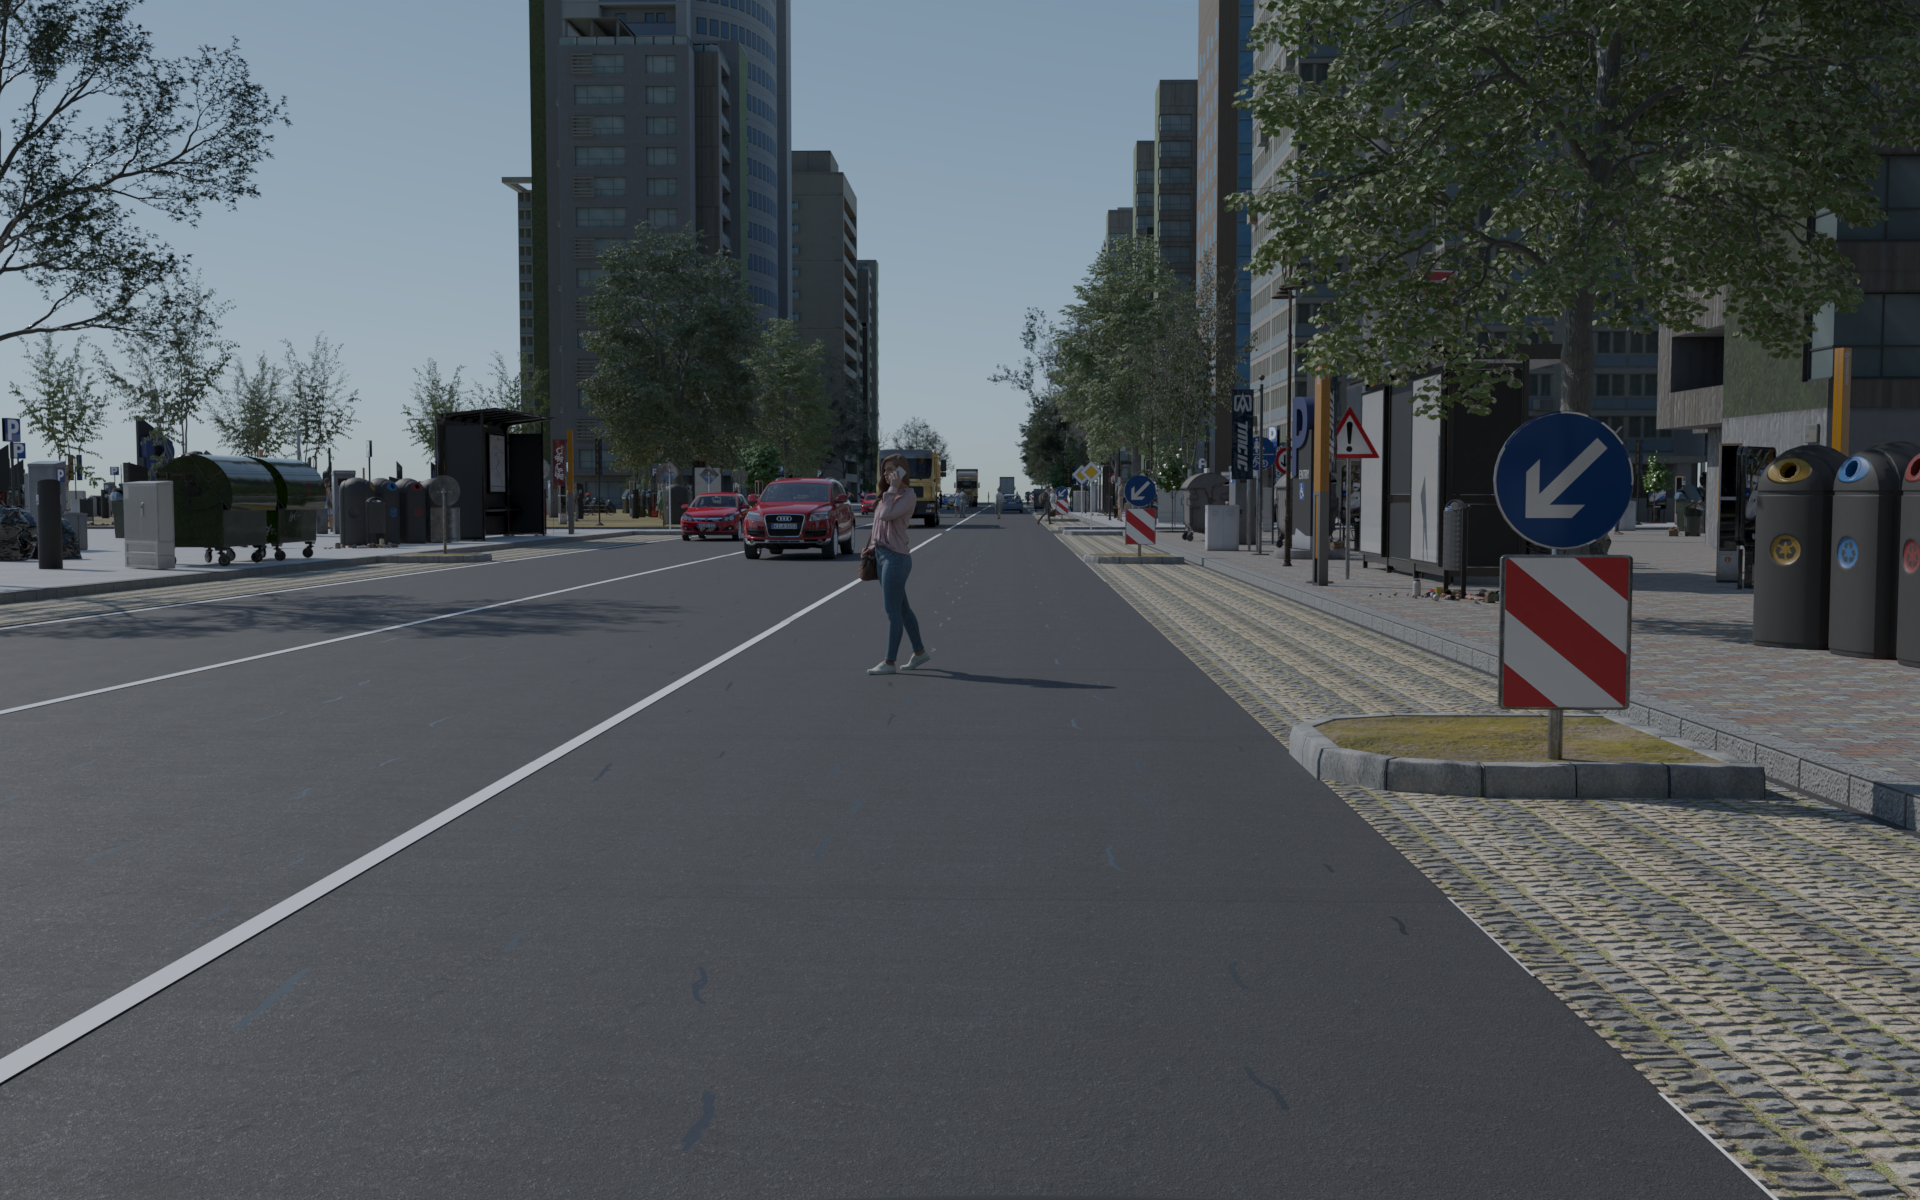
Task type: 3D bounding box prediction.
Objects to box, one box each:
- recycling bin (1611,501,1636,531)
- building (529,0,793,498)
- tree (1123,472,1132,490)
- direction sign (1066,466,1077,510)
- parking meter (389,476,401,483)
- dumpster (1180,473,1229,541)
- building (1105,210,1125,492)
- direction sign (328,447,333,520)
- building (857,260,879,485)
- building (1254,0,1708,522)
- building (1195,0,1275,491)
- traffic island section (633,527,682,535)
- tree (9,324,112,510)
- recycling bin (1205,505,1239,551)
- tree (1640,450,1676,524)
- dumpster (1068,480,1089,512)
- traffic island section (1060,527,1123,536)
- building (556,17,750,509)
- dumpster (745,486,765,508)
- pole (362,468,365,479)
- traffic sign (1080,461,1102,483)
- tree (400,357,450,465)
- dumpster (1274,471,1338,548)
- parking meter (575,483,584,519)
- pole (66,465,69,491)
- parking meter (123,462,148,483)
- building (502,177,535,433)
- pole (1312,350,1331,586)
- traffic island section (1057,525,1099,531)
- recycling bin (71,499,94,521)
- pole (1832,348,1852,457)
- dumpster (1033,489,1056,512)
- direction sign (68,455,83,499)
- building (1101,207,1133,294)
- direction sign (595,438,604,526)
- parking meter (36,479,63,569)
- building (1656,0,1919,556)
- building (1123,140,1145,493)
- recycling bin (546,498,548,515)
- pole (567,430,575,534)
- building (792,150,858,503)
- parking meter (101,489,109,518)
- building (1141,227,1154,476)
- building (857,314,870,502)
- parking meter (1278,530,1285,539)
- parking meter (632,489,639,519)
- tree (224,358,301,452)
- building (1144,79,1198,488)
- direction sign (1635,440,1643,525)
[{"bbox_3d":[23.170,-2.938,60.596,0.722,1.027,0.722,0,4,3],"label":"recycling bin"},{"bbox_3d":[-28.955,-38.569,172.606,21.231,58.520,28.212,0,4,2],"label":"building"},{"bbox_3d":[13.056,-8.404,132.003,1.663,3.219,1.824,0,3,0],"label":"tree"},{"bbox_3d":[9.065,-9.135,141.360,0.876,3.537,0.379,1,4,11],"label":"direction sign"},{"bbox_3d":[-18.523,-3.130,56.886,0.399,1.863,0.255,0,4,-8],"label":"parking meter"},{"bbox_3d":[6.750,-2.548,47.424,1.264,1.857,1.865,0,4,2],"label":"dumpster"},{"bbox_3d":[27.969,-34.671,250.470,14.154,41.232,14.086,0,4,2],"label":"building"},{"bbox_3d":[-30.676,-5.649,84.354,0.379,3.537,0.876,-1,4,-14],"label":"direction sign"},{"bbox_3d":[-21.298,-37.336,294.041,14.154,41.232,14.086,0,4,2],"label":"building"},{"bbox_3d":[28.826,-24.584,93.835,23.993,40.220,32.217,0,4,2],"label":"building"},{"bbox_3d":[26.216,-29.695,135.622,14.600,45.320,14.200,0,4,2],"label":"building"},{"bbox_3d":[-10.291,-2.385,61.282,2.009,0.180,2.903,0,4,2],"label":"traffic island section"},{"bbox_3d":[-38.716,-7.612,74.823,4.737,8.622,4.395,0,3,0],"label":"tree"},{"bbox_3d":[5.954,-1.640,39.360,0.722,1.027,0.722,0,4,5],"label":"recycling bin"},{"bbox_3d":[30.236,-4.943,75.415,1.663,3.219,1.824,0,3,0],"label":"tree"},{"bbox_3d":[8.590,-7.471,124.642,1.502,2.255,1.985,0,4,2],"label":"dumpster"},{"bbox_3d":[4.644,-2.359,60.844,2.009,0.180,2.903,0,4,2],"label":"traffic island section"},{"bbox_3d":[-26.467,-28.636,151.792,14.154,41.232,14.086,0,4,2],"label":"building"},{"bbox_3d":[-12.297,-6.313,105.707,1.502,2.255,1.985,0,4,2],"label":"dumpster"},{"bbox_3d":[-45.928,-8.538,133.446,0.158,3.312,0.155,0,3,0],"label":"pole"},{"bbox_3d":[4.620,-3.582,60.762,0.795,2.593,0.064,0,4,2],"label":"traffic sign"},{"bbox_3d":[-27.705,-8.710,92.768,4.737,8.622,4.395,0,3,0],"label":"tree"},{"bbox_3d":[8.086,-2.120,40.427,1.264,1.857,1.865,0,4,2],"label":"dumpster"},{"bbox_3d":[-19.475,-5.074,88.669,0.399,1.863,0.255,-3,4,-37],"label":"parking meter"},{"bbox_3d":[-61.897,-7.722,120.091,0.158,3.312,0.155,0,3,0],"label":"pole"},{"bbox_3d":[-15.287,-1.619,32.182,0.255,1.863,0.399,3,4,36],"label":"parking meter"},{"bbox_3d":[-33.487,-31.067,199.820,32.217,40.220,23.993,0,4,2],"label":"building"},{"bbox_3d":[5.042,-1.853,24.148,0.158,3.312,0.155,0,3,0],"label":"pole"},{"bbox_3d":[4.876,-2.847,68.825,2.009,0.180,2.903,0,4,2],"label":"traffic island section"},{"bbox_3d":[-42.170,-4.322,83.225,0.722,1.027,0.722,2,4,24],"label":"recycling bin"},{"bbox_3d":[12.337,-1.862,24.289,0.158,3.312,0.155,0,3,0],"label":"pole"},{"bbox_3d":[6.613,-7.751,134.947,1.865,1.857,1.264,0,4,2],"label":"dumpster"},{"bbox_3d":[-50.835,-6.579,99.556,0.876,3.537,0.379,0,4,8],"label":"direction sign"},{"bbox_3d":[34.736,-40.814,286.914,23.786,49.044,30.456,0,4,2],"label":"building"},{"bbox_3d":[-14.699,-4.803,70.528,0.379,3.537,0.876,0,4,5],"label":"direction sign"},{"bbox_3d":[-15.593,-1.300,29.661,0.372,1.533,0.369,0,3,0],"label":"parking meter"},{"bbox_3d":[23.332,-16.291,38.068,14.160,30.474,14.107,0,4,2],"label":"building"},{"bbox_3d":[27.106,-31.765,202.951,14.154,41.232,14.086,0,4,2],"label":"building"},{"bbox_3d":[-25.974,-5.802,107.415,0.722,1.027,0.722,1,4,11],"label":"recycling bin"},{"bbox_3d":[-12.366,-3.742,55.022,0.158,3.312,0.155,0,3,0],"label":"pole"},{"bbox_3d":[-26.214,-38.152,247.485,21.300,48.544,21.600,0,4,2],"label":"building"},{"bbox_3d":[-44.973,-5.058,91.102,0.372,1.533,0.369,0,3,0],"label":"parking meter"},{"bbox_3d":[26.692,-25.506,188.716,14.160,30.474,14.107,0,4,2],"label":"building"},{"bbox_3d":[-22.128,-31.108,280.317,14.160,30.474,14.107,0,4,2],"label":"building"},{"bbox_3d":[9.271,-2.511,49.473,0.372,1.533,0.369,0,3,0],"label":"parking meter"},{"bbox_3d":[-16.960,-5.018,90.460,0.372,1.533,0.369,0,3,0],"label":"parking meter"},{"bbox_3d":[-38.063,-8.807,94.361,4.737,8.622,4.395,0,3,0],"label":"tree"},{"bbox_3d":[26.391,-30.014,174.320,14.154,41.232,14.086,0,4,2],"label":"building"},{"bbox_3d":[28.368,-4.918,72.404,0.379,3.537,0.876,3,4,39],"label":"direction sign"}]
